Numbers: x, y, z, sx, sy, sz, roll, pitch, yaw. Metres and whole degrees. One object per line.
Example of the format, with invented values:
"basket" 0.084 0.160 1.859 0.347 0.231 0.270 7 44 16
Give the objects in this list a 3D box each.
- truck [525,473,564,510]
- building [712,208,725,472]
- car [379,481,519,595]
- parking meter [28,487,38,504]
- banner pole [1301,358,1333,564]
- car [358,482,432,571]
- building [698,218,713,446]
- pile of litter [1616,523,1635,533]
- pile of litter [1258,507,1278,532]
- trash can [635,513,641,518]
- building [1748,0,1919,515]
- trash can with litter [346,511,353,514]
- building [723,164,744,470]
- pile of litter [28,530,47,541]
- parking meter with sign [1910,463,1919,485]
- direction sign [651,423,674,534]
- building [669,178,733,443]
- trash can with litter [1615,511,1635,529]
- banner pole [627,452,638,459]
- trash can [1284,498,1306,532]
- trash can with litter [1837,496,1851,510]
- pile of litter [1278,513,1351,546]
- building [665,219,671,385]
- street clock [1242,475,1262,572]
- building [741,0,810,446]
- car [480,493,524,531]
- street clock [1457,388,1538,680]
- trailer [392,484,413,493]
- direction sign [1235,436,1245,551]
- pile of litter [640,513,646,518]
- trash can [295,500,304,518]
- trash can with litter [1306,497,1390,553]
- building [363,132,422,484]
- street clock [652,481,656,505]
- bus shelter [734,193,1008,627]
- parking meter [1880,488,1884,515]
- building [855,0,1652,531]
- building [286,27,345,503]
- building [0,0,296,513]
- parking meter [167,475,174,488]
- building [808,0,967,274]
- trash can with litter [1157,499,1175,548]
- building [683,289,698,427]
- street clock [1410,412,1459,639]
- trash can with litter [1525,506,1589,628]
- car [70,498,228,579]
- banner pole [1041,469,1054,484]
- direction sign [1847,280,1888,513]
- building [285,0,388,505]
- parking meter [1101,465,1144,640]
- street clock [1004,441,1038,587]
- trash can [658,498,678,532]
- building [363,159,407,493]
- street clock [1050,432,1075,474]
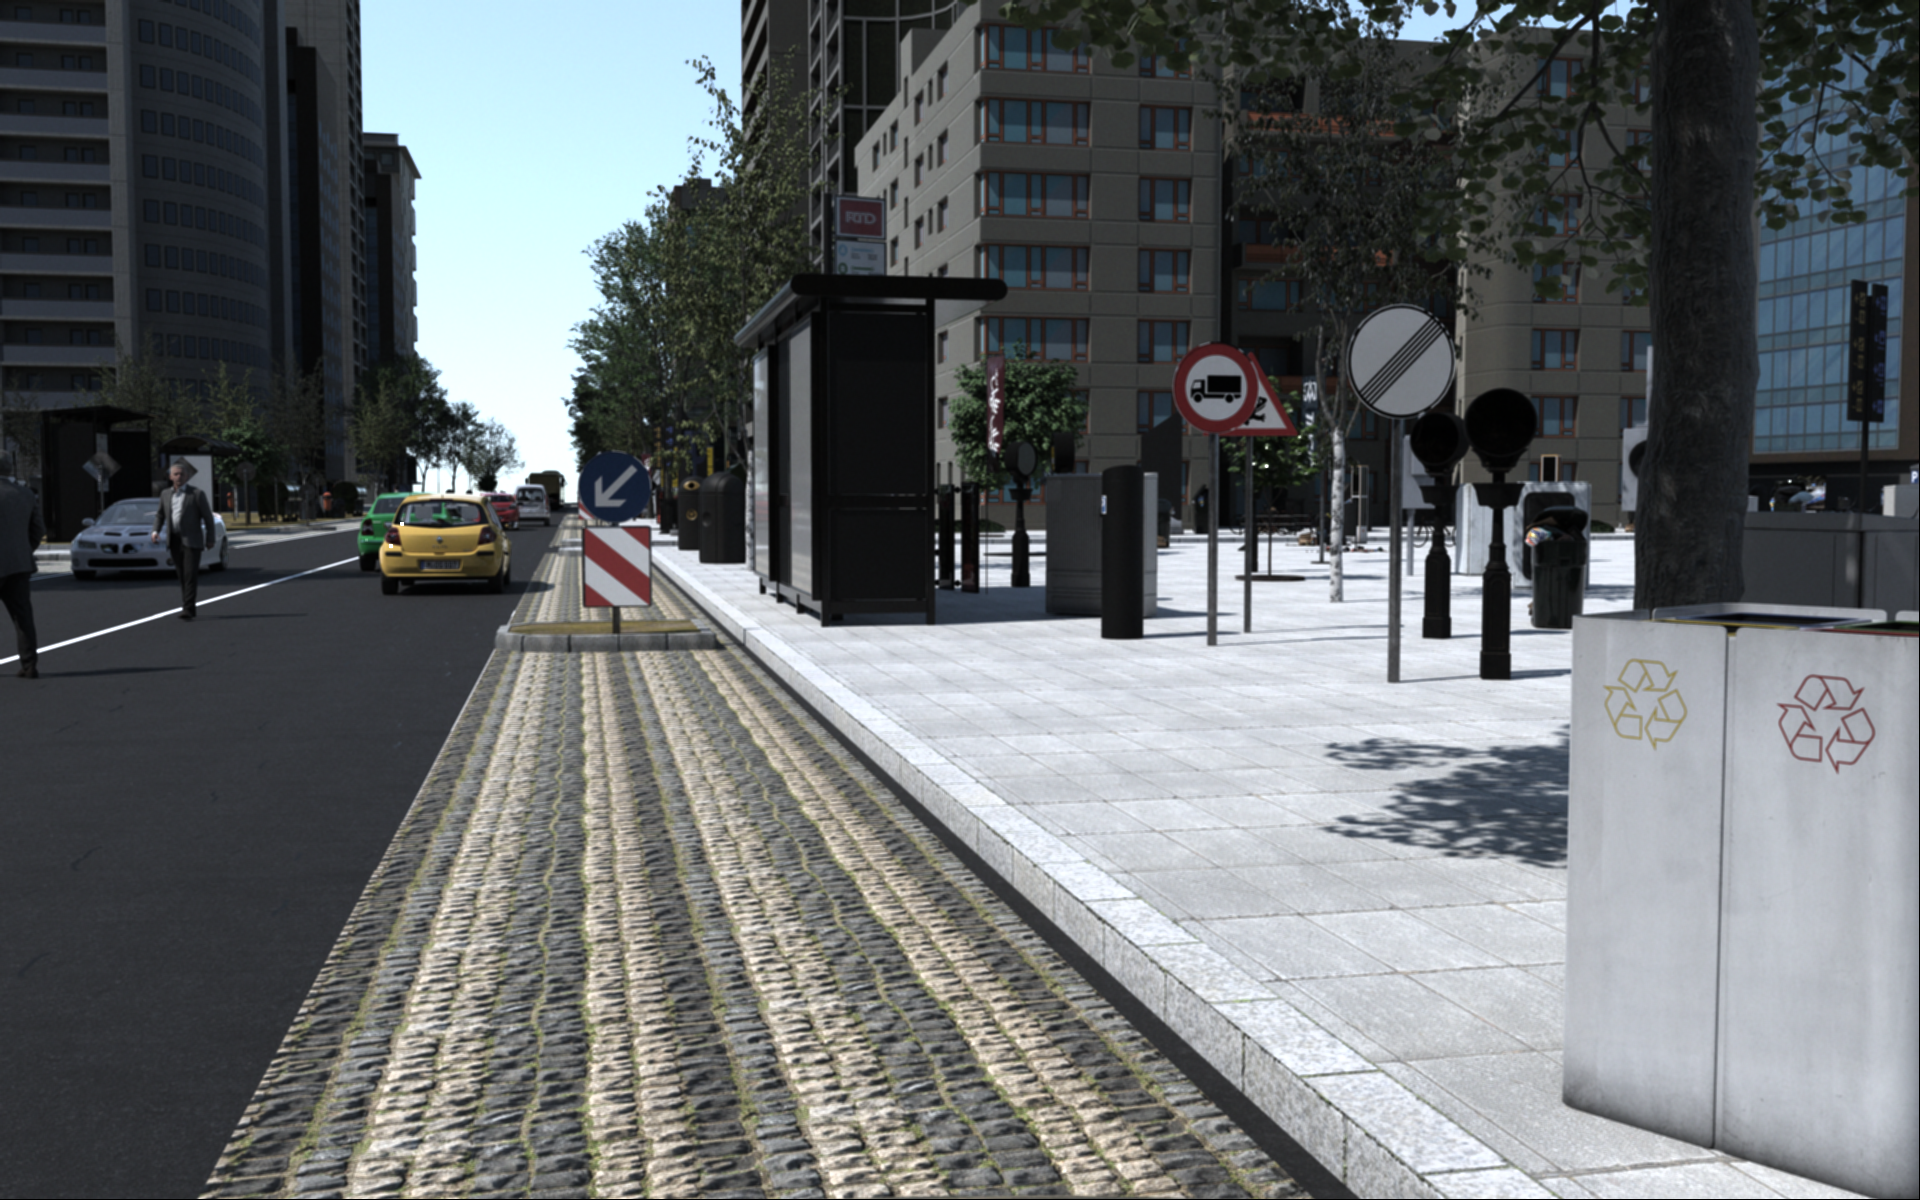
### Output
"truck" -37.463 -9.800 156.149 3.469 3.379 9.791 -1 4 -13
"building" -16.164 -24.290 168.834 14.160 30.474 14.107 -1 4 -12
"car" -7.731 -0.979 26.228 2.015 1.641 3.980 -1 4 -12
"parking meter" -34.403 -3.416 64.265 0.372 1.533 0.369 0 3 0
"banner pole" 6.580 -2.575 32.115 0.401 3.779 0.863 -2 4 -28
"car" -10.558 -1.523 33.698 1.959 1.807 4.718 -1 4 -12
"building" -19.694 -25.137 182.693 14.160 30.474 14.107 -1 4 -12
"pile of litter" 22.816 -2.696 58.045 1.719 0.858 1.176 2 4 24
"pile of litter" 10.285 -2.726 58.529 1.176 0.858 1.719 0 4 1
"trash can" -17.191 -4.894 91.664 0.748 1.137 0.748 0 3 0
"building" 45.038 -26.144 77.569 14.200 45.320 14.600 -1 4 -12
"trash can with litter" -38.704 -5.978 109.133 1.055 1.170 0.624 -1 4 -16
"building" -13.143 -23.448 155.080 14.160 30.474 14.107 -1 4 -12
"pile of litter" -25.656 -2.044 47.388 1.176 0.858 1.719 -2 4 -27
"parking meter with sign" 24.153 -2.876 43.284 1.738 3.016 0.543 0 4 -2
"direction sign" -9.509 -3.893 55.655 0.876 3.537 0.379 2 4 35
"building" -33.746 -36.429 245.717 14.600 45.320 14.200 -1 4 -12
"trash can with litter" 24.642 -3.218 63.678 1.678 1.210 2.233 1 4 13
"banner pole" -19.781 -6.994 104.375 0.863 3.779 0.401 -1 4 -14
"trash can" 11.454 -2.912 59.263 0.748 1.137 0.748 0 3 0
"trash can with litter" 35.259 -3.602 69.945 2.233 1.210 1.678 0 4 -2
"pile of litter" 8.942 -1.791 43.242 1.719 0.858 1.176 0 4 4
"building" -34.229 -37.509 267.897 22.147 44.769 28.867 -1 4 -12
"street clock" 4.795 -1.456 28.369 0.471 2.002 0.358 1 4 10
"building" -5.653 -31.448 137.869 21.300 48.544 21.600 -1 4 -12
"car" -18.570 -3.687 69.323 2.155 1.783 4.494 -1 4 -14
"street clock" 3.720 -0.453 11.980 0.471 2.002 0.358 1 4 11
"trailer" -32.612 -5.758 101.191 1.471 1.999 3.904 -1 4 -13
"direction sign" 6.478 -2.881 39.098 0.379 3.537 0.876 3 5 44
"pile of litter" -17.605 -4.874 93.647 1.176 0.858 1.719 -2 4 -30
"trash can" -35.859 -5.052 94.253 0.748 1.137 0.748 0 3 0
"trash can with litter" 8.896 -1.669 38.349 2.233 1.210 1.678 1 4 23
"building" -94.333 -40.636 253.642 28.713 52.752 27.495 -1 4 -12
"street clock" -17.176 -5.630 96.622 0.471 2.002 0.358 0 4 -3
"bus shelter" -1.488 -2.645 20.871 2.179 5.291 8.768 -1 4 -13
"parking meter" 37.186 -3.742 69.587 0.372 1.533 0.369 0 3 0
"building" 11.835 -14.154 76.458 28.899 21.520 27.650 -1 4 -12
"building" -68.925 -31.784 169.779 14.600 45.320 14.200 -1 4 -12
"building" -62.729 -35.795 127.243 21.231 58.520 28.212 -1 4 -12
"parking meter" -24.486 -2.956 54.041 0.399 1.863 0.255 -2 4 -29
"building" -0.617 -41.288 113.315 20.563 71.187 20.611 -1 4 -12
"trash can with litter" 4.823 -1.826 41.248 0.624 1.170 1.055 0 4 5
"building" -30.055 -28.160 232.120 14.160 30.474 14.107 -1 4 -12
"street clock" 4.249 -0.661 15.376 0.471 2.002 0.358 3 5 40
"trash can with litter" 5.720 -0.333 16.833 0.624 1.170 1.055 0 4 8
"car" -14.348 -1.131 30.858 2.083 1.381 4.827 -1 4 -12
"banner pole" 2.785 -3.817 52.417 0.863 3.779 0.401 -2 4 -32
"direction sign" 9.744 -1.630 18.653 0.876 3.537 0.379 -3 5 -41
"building" -83.029 -47.541 215.539 20.563 71.187 20.611 -1 4 -12
"parking meter" 1.447 -0.428 15.403 0.372 1.533 0.369 0 3 0
"street clock" 0.838 -1.183 23.909 0.358 2.002 0.471 3 5 41
"trash can" -9.724 -2.828 57.886 0.748 1.137 0.748 0 3 0
"building" -83.078 -35.736 234.398 14.600 45.320 14.200 -1 4 -12
"street clock" 1.204 -0.968 20.402 0.358 2.002 0.471 0 4 -5
